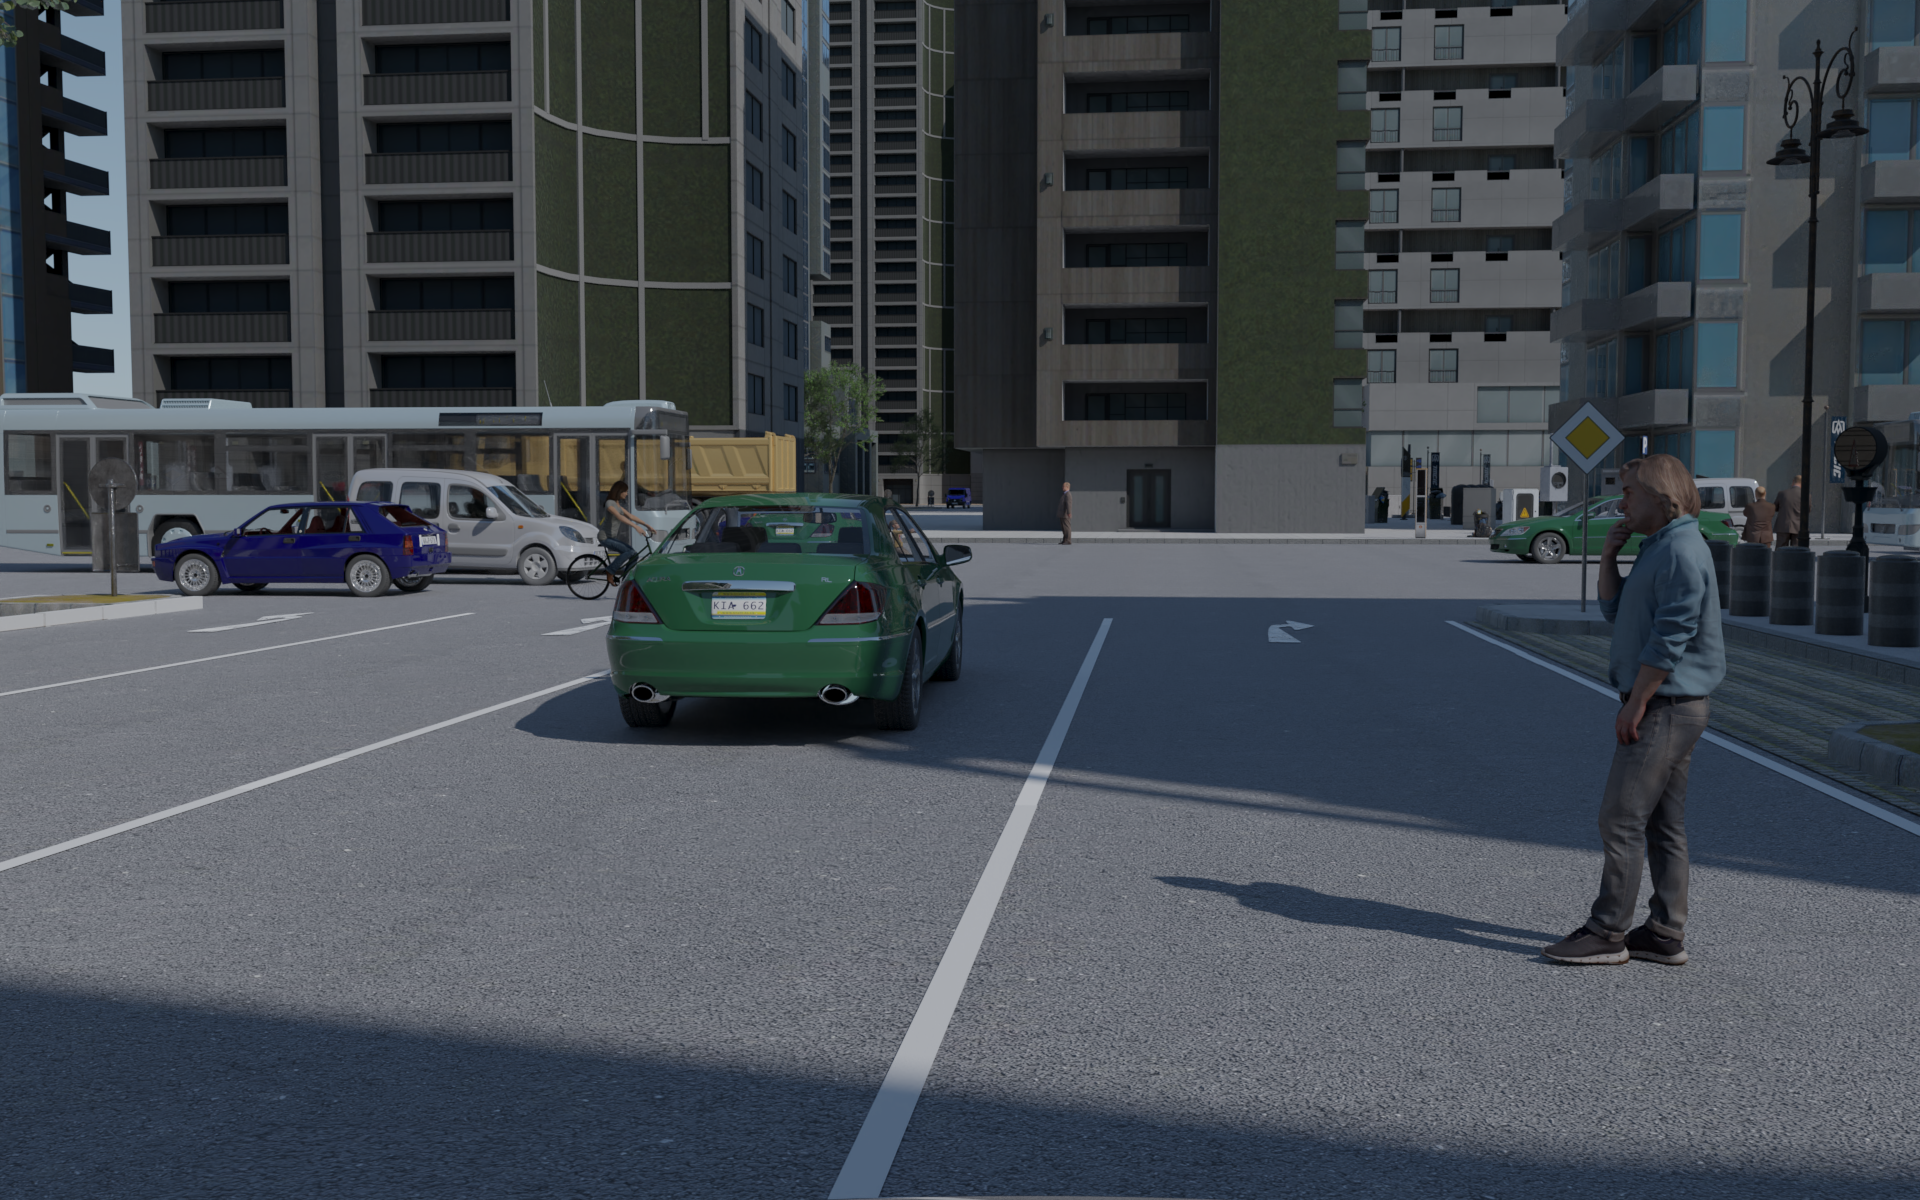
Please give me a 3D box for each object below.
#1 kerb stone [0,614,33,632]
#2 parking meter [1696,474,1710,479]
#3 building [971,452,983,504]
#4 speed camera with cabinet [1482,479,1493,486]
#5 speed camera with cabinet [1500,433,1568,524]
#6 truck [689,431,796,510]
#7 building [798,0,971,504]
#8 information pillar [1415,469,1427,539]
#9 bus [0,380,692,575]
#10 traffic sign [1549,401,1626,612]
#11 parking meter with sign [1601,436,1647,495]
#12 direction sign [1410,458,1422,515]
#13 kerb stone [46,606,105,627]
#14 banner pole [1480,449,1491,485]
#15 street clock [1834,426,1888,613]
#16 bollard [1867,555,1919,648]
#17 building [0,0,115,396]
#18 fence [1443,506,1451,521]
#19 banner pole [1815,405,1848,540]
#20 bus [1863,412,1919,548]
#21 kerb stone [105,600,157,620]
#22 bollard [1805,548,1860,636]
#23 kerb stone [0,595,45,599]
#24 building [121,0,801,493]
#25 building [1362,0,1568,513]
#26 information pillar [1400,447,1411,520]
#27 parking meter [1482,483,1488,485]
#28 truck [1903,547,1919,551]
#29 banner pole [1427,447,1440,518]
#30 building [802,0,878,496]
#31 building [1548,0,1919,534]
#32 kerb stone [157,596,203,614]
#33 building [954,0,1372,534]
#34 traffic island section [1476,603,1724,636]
[{"bbox_3d":[-9.987,0.253,18.159,0.120,0.150,1.000,0,4,7],"label":"kerb stone"},{"bbox_3d":[21.868,-2.769,50.984,0.399,1.863,0.255,2,4,32],"label":"parking meter"},{"bbox_3d":[15.819,-41.690,223.623,28.212,58.520,21.231,0,4,7],"label":"building"},{"bbox_3d":[32.950,-6.819,105.831,2.038,3.252,0.660,1,4,18],"label":"speed camera with cabinet"},{"bbox_3d":[18.584,-3.767,55.924,2.038,3.252,0.660,-1,4,-16],"label":"speed camera with cabinet"},{"bbox_3d":[-9.723,-3.272,49.420,9.791,3.379,3.469,0,4,8],"label":"truck"},{"bbox_3d":[-8.391,-48.203,226.371,20.611,71.187,20.563,0,4,7],"label":"building"},{"bbox_3d":[13.327,-2.786,50.045,0.304,2.012,0.304,1,4,18],"label":"information pillar"},{"bbox_3d":[-10.785,-2.268,31.934,13.247,3.499,2.948,0,4,6],"label":"bus"},{"bbox_3d":[6.767,-0.924,18.747,0.795,2.450,0.064,0,4,7],"label":"traffic sign"},{"bbox_3d":[19.833,-3.441,52.514,1.738,3.016,0.543,2,4,35],"label":"parking meter with sign"},{"bbox_3d":[28.247,-7.081,107.763,0.876,3.537,0.379,1,4,11],"label":"direction sign"},{"bbox_3d":[-9.862,0.185,19.182,0.120,0.150,1.000,0,4,7],"label":"kerb stone"},{"bbox_3d":[28.951,-6.464,95.709,0.401,3.779,0.863,-3,4,-38],"label":"banner pole"},{"bbox_3d":[9.677,-0.861,18.655,0.358,2.002,0.471,-2,4,-34],"label":"street clock"},{"bbox_3d":[7.908,0.004,14.645,0.404,0.777,0.398,0,3,0],"label":"bollard"},{"bbox_3d":[-43.948,-25.490,66.873,14.200,45.320,14.600,0,4,7],"label":"building"},{"bbox_3d":[23.749,-4.227,84.489,0.278,0.683,2.069,0,4,6],"label":"fence"},{"bbox_3d":[24.667,-3.607,48.991,0.863,3.779,0.401,0,4,-7],"label":"banner pole"},{"bbox_3d":[25.260,-2.510,35.891,13.247,3.499,2.948,0,4,8],"label":"bus"},{"bbox_3d":[-9.742,0.122,20.204,0.120,0.150,1.000,0,4,7],"label":"kerb stone"},{"bbox_3d":[8.053,-0.069,15.845,0.404,0.777,0.398,0,3,0],"label":"bollard"},{"bbox_3d":[-11.705,0.042,21.510,0.120,0.150,1.000,0,4,7],"label":"kerb stone"},{"bbox_3d":[-18.316,-38.427,66.526,20.611,71.187,20.563,0,4,7],"label":"building"},{"bbox_3d":[39.876,-32.868,126.636,28.713,52.752,27.495,0,4,7],"label":"building"},{"bbox_3d":[21.994,-5.755,85.452,0.504,3.616,0.183,-2,4,-25],"label":"information pillar"},{"bbox_3d":[28.734,-5.466,95.079,0.399,1.863,0.255,3,5,41],"label":"parking meter"},{"bbox_3d":[32.410,-3.089,40.272,18.799,4.110,2.967,0,4,7],"label":"truck"},{"bbox_3d":[24.838,-6.186,91.159,0.863,3.779,0.401,0,4,0],"label":"banner pole"},{"bbox_3d":[-25.120,-52.197,166.093,31.000,86.520,22.319,0,4,7],"label":"building"},{"bbox_3d":[37.702,-27.134,63.250,30.456,49.044,23.786,0,4,7],"label":"building"},{"bbox_3d":[-9.619,0.059,21.239,0.120,0.150,1.000,0,4,7],"label":"kerb stone"},{"bbox_3d":[7.100,-17.808,62.862,14.107,30.474,14.160,0,4,7],"label":"building"},{"bbox_3d":[6.791,0.212,18.821,2.009,0.180,2.903,0,4,7],"label":"traffic island section"}]
